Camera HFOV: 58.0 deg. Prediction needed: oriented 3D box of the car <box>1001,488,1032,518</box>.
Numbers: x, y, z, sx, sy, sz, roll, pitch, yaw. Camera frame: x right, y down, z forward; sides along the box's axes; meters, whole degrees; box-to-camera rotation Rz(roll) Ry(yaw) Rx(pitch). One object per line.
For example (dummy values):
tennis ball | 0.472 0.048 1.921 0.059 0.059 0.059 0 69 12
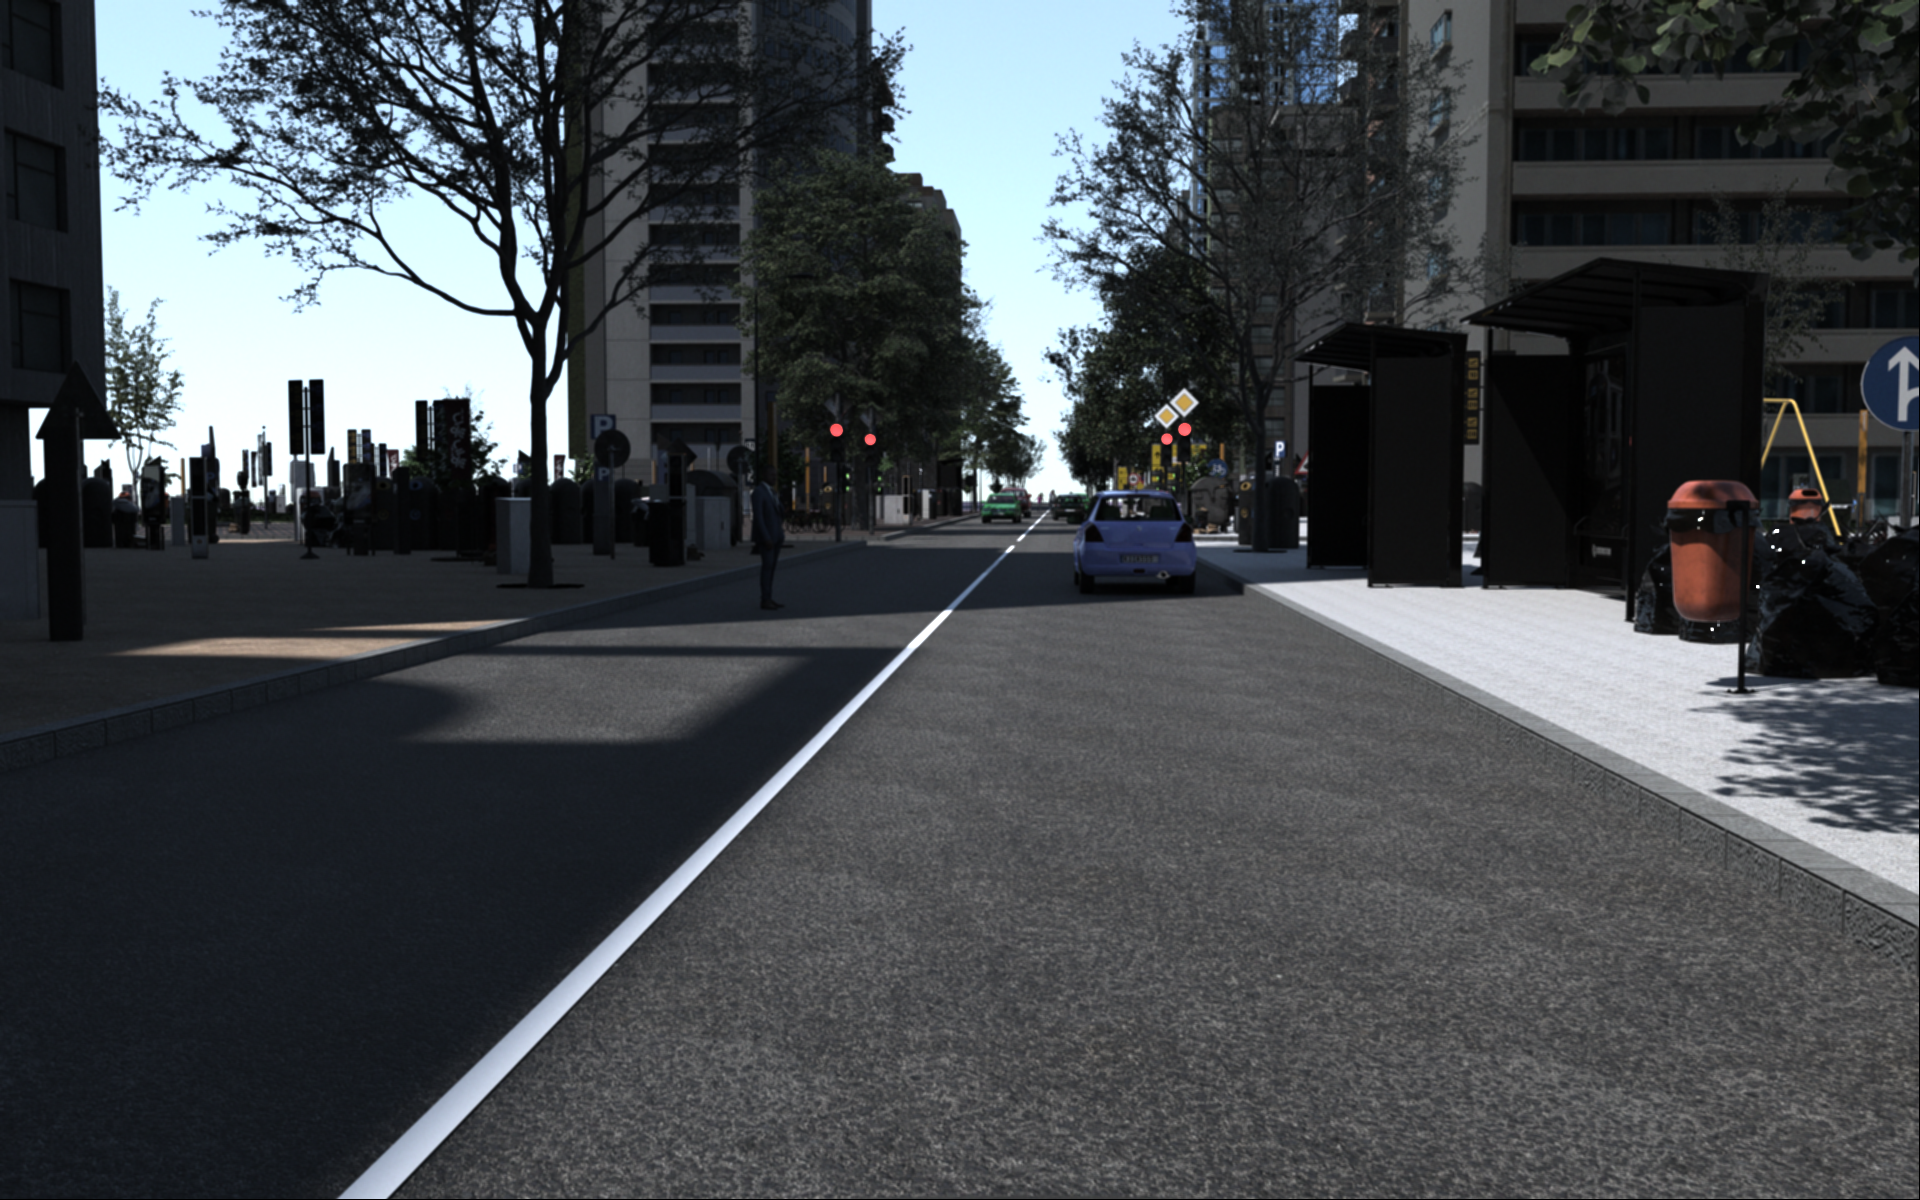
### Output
car | 3.318 -6.024 107.163 2.281 1.827 5.304 0 4 5

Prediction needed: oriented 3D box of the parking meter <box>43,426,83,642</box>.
parking meter | -7.870 -0.581 15.204 0.255 1.863 0.399 -2 4 -25

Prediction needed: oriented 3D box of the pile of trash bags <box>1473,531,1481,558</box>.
pile of trash bags | 12.160 -1.558 35.230 3.447 1.369 1.912 -3 4 -36

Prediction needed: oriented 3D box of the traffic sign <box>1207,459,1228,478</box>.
traffic sign | 9.256 -3.811 62.418 0.768 2.556 0.104 1 4 12

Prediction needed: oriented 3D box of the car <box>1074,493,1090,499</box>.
car | 9.647 -8.144 142.198 2.155 1.783 4.494 0 4 2

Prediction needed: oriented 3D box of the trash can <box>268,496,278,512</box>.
trash can | -42.746 -5.862 107.491 0.748 1.137 0.748 0 3 0

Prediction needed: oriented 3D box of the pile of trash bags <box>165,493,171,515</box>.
pile of trash bags | -47.051 -5.666 102.387 1.912 1.369 3.447 -2 4 -29

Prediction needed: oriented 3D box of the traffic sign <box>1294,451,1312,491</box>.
traffic sign | 9.382 -2.837 46.382 0.884 2.594 0.081 0 4 5

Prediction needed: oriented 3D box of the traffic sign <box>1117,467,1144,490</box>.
traffic sign | 12.789 -8.212 128.138 2.265 3.308 0.079 0 4 6

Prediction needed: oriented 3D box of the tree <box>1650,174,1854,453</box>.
tree | 17.904 -5.447 39.415 4.360 8.622 3.978 0 3 0

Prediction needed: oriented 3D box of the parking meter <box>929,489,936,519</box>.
parking meter | -1.384 -4.848 87.681 0.372 1.533 0.369 0 3 0

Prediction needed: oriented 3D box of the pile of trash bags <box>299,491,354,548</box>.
pile of trash bags | -15.374 -2.017 42.737 3.447 1.369 1.912 3 5 43

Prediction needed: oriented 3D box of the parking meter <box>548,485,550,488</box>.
parking meter | -27.303 -6.660 114.598 0.255 1.863 0.399 -3 5 -41

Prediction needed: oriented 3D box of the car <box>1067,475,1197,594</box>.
car | 2.597 -1.020 26.270 1.945 1.707 3.694 0 4 2

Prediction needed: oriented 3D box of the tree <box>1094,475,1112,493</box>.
tree | 13.857 -10.759 170.516 1.663 3.219 1.824 0 3 0

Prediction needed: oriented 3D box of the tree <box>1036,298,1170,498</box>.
tree | 12.984 -18.200 153.456 12.611 20.169 13.585 0 3 0

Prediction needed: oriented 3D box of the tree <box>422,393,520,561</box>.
tree | -9.681 -2.362 33.225 1.663 3.219 1.824 0 3 0

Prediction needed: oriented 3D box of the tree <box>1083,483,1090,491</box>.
tree | 21.869 -20.458 284.854 4.360 8.622 3.978 0 3 0

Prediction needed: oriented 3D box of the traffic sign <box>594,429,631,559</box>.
traffic sign | -6.831 -2.072 33.987 0.768 2.556 0.104 1 4 13

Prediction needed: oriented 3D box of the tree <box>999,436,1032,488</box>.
tree | 6.041 -16.528 220.589 4.360 8.622 3.978 0 3 0

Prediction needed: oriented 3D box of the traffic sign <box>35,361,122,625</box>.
traffic sign | -8.601 -1.034 16.904 0.884 2.594 0.081 0 4 5

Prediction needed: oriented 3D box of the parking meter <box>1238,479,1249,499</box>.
parking meter | 11.104 -3.796 67.768 0.399 1.863 0.255 0 4 -4

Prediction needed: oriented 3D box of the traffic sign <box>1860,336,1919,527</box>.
traffic sign | 7.672 -0.852 14.040 0.768 2.556 0.104 1 4 10

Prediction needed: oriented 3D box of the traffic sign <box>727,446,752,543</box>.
traffic sign | -5.761 -2.774 45.465 0.768 2.556 0.104 1 4 9

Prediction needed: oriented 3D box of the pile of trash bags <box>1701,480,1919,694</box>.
pile of trash bags | 6.237 -0.132 11.916 3.447 1.369 1.912 -2 4 -24

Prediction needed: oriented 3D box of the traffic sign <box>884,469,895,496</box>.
traffic sign | -3.470 -5.318 87.059 0.768 2.556 0.104 0 4 8

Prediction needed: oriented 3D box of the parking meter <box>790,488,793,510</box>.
parking meter | -12.060 -7.193 123.311 0.255 1.863 0.399 3 5 40

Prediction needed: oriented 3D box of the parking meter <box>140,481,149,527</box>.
parking meter | -31.970 -3.813 68.047 0.255 1.863 0.399 1 4 18

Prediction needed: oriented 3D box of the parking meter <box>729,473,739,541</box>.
parking meter | -6.156 -2.539 47.222 0.255 1.863 0.399 0 4 0

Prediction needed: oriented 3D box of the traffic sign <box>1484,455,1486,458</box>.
traffic sign | 8.230 -1.573 25.719 0.884 2.594 0.081 1 4 13

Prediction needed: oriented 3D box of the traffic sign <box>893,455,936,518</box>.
traffic sign | -2.384 -5.948 91.129 2.265 3.308 0.079 0 4 5

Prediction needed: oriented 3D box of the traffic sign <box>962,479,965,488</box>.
traffic sign | 0.066 -7.244 120.560 0.606 2.300 0.079 0 4 4

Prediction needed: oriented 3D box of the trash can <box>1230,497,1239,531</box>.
trash can | 9.375 -2.798 57.402 0.748 1.137 0.748 0 3 0

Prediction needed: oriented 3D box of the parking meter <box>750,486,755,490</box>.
parking meter | -15.397 -7.523 128.709 0.399 1.863 0.255 1 4 14

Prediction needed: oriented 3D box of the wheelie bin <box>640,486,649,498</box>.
wheelie bin | -12.557 -3.734 68.959 0.980 1.594 0.693 -1 4 -16

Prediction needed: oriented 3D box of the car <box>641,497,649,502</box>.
car | -8.971 -2.310 50.123 4.827 1.381 2.083 0 4 4

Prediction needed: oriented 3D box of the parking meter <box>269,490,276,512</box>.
parking meter | -38.371 -5.399 96.680 0.372 1.533 0.369 0 3 0

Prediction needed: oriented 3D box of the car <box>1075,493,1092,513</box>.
car | 7.534 -6.269 111.302 1.959 1.807 4.718 0 4 4

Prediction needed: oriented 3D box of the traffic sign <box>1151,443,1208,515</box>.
traffic sign | 8.829 -4.646 69.838 2.265 3.308 0.079 1 4 8

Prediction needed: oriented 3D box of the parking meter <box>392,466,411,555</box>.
parking meter | -11.890 -1.905 36.855 0.255 1.863 0.399 -3 5 -40

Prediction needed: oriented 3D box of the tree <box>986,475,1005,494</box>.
tree | 3.717 -10.865 172.239 1.663 3.219 1.824 0 3 0

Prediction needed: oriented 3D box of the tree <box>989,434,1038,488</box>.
tree | 7.239 -18.531 237.399 7.601 10.594 8.767 0 4 2

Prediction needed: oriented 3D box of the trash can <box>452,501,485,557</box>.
trash can | -9.873 -1.428 35.007 0.748 1.137 0.748 0 3 0

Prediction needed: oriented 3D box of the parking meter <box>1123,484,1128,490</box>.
parking meter | 10.017 -6.012 104.014 0.399 1.863 0.255 0 4 -2

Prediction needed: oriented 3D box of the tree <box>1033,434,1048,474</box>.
tree | 10.491 -22.172 288.259 9.928 11.665 9.643 0 3 0

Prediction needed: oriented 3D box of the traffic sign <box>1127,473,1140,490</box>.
traffic sign | 10.337 -6.312 103.301 0.768 2.556 0.104 1 4 9

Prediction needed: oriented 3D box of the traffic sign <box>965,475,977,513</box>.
traffic sign | 0.720 -7.052 115.405 0.768 2.556 0.104 0 4 6

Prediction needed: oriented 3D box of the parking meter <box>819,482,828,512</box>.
parking meter | -6.564 -4.757 83.483 0.399 1.863 0.255 -3 5 -42

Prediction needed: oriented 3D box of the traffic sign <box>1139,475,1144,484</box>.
traffic sign | 10.435 -5.930 97.055 0.768 2.556 0.104 0 4 5

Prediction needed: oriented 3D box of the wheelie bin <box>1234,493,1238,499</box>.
wheelie bin | 15.457 -5.354 95.438 0.693 1.594 0.980 1 4 9

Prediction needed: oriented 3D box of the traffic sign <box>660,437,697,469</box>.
traffic sign | -5.723 -2.081 35.216 0.795 2.450 0.064 1 4 9

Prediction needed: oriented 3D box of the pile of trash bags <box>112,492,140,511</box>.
pile of trash bags | -61.305 -7.245 128.212 3.447 1.369 1.912 -3 5 -43

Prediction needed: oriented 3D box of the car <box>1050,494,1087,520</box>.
car | 5.985 -5.234 95.355 2.009 1.686 4.222 0 4 2

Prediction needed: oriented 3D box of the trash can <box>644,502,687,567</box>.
trash can | -5.216 -1.167 30.742 0.748 1.137 0.748 0 3 0

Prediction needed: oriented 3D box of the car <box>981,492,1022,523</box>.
car | 2.085 -4.733 86.188 1.959 1.807 4.718 0 4 5
